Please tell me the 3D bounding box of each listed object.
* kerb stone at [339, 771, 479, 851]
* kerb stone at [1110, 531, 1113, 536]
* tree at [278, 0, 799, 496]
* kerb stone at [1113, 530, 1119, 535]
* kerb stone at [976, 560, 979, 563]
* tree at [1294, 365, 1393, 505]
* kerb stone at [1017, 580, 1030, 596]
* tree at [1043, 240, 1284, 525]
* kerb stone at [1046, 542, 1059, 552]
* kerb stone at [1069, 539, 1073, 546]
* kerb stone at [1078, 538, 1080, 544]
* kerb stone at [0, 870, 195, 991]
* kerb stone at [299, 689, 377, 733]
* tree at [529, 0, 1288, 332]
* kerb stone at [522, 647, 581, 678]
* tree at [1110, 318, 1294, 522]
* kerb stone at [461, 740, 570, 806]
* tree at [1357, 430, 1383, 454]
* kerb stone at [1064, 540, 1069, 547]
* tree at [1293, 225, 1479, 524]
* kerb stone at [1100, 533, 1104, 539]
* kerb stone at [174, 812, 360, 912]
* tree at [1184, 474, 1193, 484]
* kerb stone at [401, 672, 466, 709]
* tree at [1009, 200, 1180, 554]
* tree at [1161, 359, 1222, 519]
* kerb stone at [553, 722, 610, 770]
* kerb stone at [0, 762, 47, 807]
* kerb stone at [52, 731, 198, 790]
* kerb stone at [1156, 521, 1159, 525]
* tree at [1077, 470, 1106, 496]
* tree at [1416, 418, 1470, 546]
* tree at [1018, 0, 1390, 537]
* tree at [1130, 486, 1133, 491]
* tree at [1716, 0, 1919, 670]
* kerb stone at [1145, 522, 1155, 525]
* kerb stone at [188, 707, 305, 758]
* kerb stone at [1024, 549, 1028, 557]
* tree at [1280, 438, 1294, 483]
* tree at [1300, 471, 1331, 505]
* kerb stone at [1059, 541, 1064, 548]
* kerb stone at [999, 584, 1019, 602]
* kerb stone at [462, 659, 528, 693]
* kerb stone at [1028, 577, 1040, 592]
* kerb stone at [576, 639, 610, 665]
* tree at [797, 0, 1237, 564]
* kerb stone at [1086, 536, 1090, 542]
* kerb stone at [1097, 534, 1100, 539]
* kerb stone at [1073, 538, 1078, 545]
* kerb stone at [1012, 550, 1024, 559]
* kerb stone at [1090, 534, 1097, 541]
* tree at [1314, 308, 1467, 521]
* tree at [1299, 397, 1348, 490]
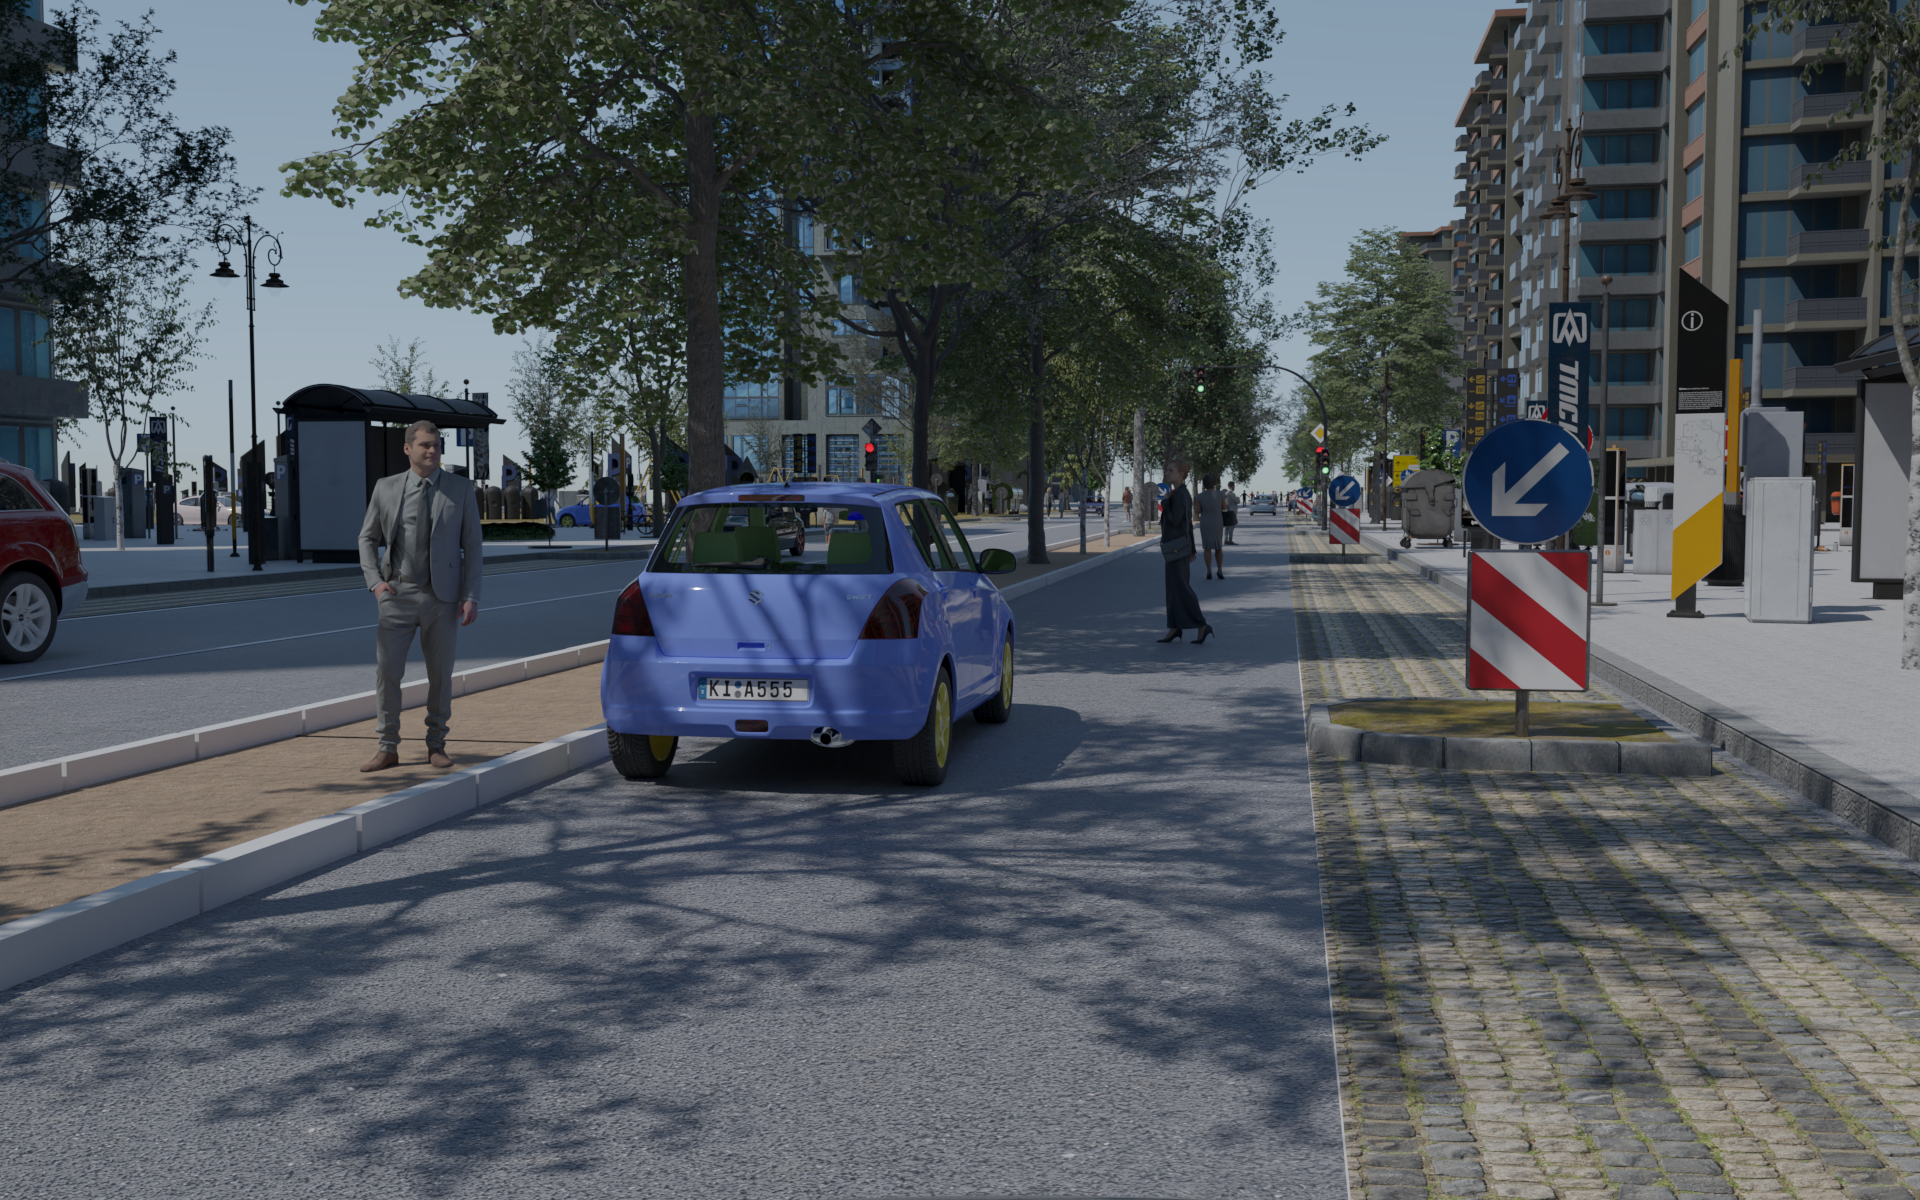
[{"bbox_3d":[-2.366,0.902,7.448,0.120,0.150,1.000,1,4,11],"label":"kerb stone"},{"bbox_3d":[4.962,-2.204,58.232,0.120,0.150,1.000,1,4,11],"label":"kerb stone"},{"bbox_3d":[-2.196,-5.745,14.516,7.486,12.596,7.792,0,3,0],"label":"tree"},{"bbox_3d":[5.334,-2.327,60.258,0.120,0.150,1.000,1,4,11],"label":"kerb stone"},{"bbox_3d":[0.453,-0.724,34.055,0.120,0.150,1.000,1,4,11],"label":"kerb stone"},{"bbox_3d":[29.570,-12.654,132.646,9.928,11.665,9.643,0,3,0],"label":"tree"},{"bbox_3d":[0.826,-0.146,24.590,0.120,0.150,1.000,1,4,11],"label":"kerb stone"},{"bbox_3d":[9.040,-9.522,75.147,9.611,12.733,9.660,0,3,0],"label":"tree"},{"bbox_3d":[2.334,-1.340,44.126,0.120,0.150,1.000,1,4,11],"label":"kerb stone"},{"bbox_3d":[2.894,-1.526,47.148,0.120,0.150,1.000,1,4,11],"label":"kerb stone"},{"bbox_3d":[3.269,-1.649,49.165,0.120,0.150,1.000,1,4,11],"label":"kerb stone"},{"bbox_3d":[-2.746,1.028,5.428,0.120,0.150,1.000,1,4,11],"label":"kerb stone"},{"bbox_3d":[-3.870,0.697,10.826,0.120,0.150,1.000,1,4,11],"label":"kerb stone"},{"bbox_3d":[-0.571,-6.862,25.023,12.009,13.543,11.850,0,3,0],"label":"tree"},{"bbox_3d":[-3.308,0.515,13.855,0.120,0.150,1.000,1,4,11],"label":"kerb stone"},{"bbox_3d":[12.192,-9.883,89.798,9.928,11.665,9.643,0,3,0],"label":"tree"},{"bbox_3d":[-2.175,0.841,8.453,0.120,0.150,1.000,1,4,11],"label":"kerb stone"},{"bbox_3d":[32.086,-14.808,152.480,12.009,13.543,11.850,0,3,0],"label":"tree"},{"bbox_3d":[2.706,-1.464,46.137,0.120,0.150,1.000,1,4,11],"label":"kerb stone"},{"bbox_3d":[18.163,-9.509,73.594,7.486,12.596,7.792,0,3,0],"label":"tree"},{"bbox_3d":[4.392,-2.019,55.199,0.120,0.150,1.000,1,4,11],"label":"kerb stone"},{"bbox_3d":[-2.559,0.964,6.433,0.120,0.150,1.000,1,4,11],"label":"kerb stone"},{"bbox_3d":[39.384,-22.474,301.858,7.601,10.594,8.767,0,4,-8],"label":"tree"},{"bbox_3d":[-3.682,0.633,11.839,0.120,0.150,1.000,1,4,11],"label":"kerb stone"},{"bbox_3d":[2.904,-5.383,40.830,4.737,8.622,4.395,0,3,0],"label":"tree"},{"bbox_3d":[10.641,-7.911,82.168,4.360,8.622,3.978,0,3,0],"label":"tree"},{"bbox_3d":[-1.990,0.779,9.466,0.120,0.150,1.000,1,4,11],"label":"kerb stone"},{"bbox_3d":[-4.441,0.881,7.794,0.120,0.150,1.000,1,4,11],"label":"kerb stone"},{"bbox_3d":[-4.254,0.821,8.812,0.120,0.150,1.000,1,4,11],"label":"kerb stone"},{"bbox_3d":[9.004,-3.529,79.901,0.120,0.150,1.000,1,4,11],"label":"kerb stone"},{"bbox_3d":[12.131,-10.703,158.705,4.285,4.588,4.351,0,3,0],"label":"tree"},{"bbox_3d":[11.891,-2.977,43.269,1.663,3.219,1.824,0,3,0],"label":"tree"},{"bbox_3d":[7.024,-12.110,56.351,12.611,20.169,13.585,0,3,0],"label":"tree"},{"bbox_3d":[21.238,-12.988,206.954,1.663,3.219,1.824,0,3,0],"label":"tree"},{"bbox_3d":[7.217,-3.792,12.357,4.360,8.622,3.978,0,3,0],"label":"tree"},{"bbox_3d":[8.430,-3.339,76.873,0.120,0.150,1.000,1,4,11],"label":"kerb stone"},{"bbox_3d":[-4.060,0.759,9.816,0.120,0.150,1.000,1,4,11],"label":"kerb stone"},{"bbox_3d":[1.394,-1.033,39.089,0.120,0.150,1.000,1,4,11],"label":"kerb stone"},{"bbox_3d":[57.336,-22.707,289.393,7.486,12.596,7.792,0,3,0],"label":"tree"},{"bbox_3d":[54.304,-17.454,269.078,4.285,4.588,4.351,0,3,0],"label":"tree"},{"bbox_3d":[2.512,-1.402,45.133,0.120,0.150,1.000,1,4,11],"label":"kerb stone"},{"bbox_3d":[0.639,-0.085,23.585,0.120,0.150,1.000,1,4,11],"label":"kerb stone"},{"bbox_3d":[-3.498,0.576,12.845,0.120,0.150,1.000,1,4,11],"label":"kerb stone"},{"bbox_3d":[1.013,-0.208,25.596,0.120,0.150,1.000,1,4,11],"label":"kerb stone"},{"bbox_3d":[-3.123,0.449,14.860,0.120,0.150,1.000,1,4,11],"label":"kerb stone"},{"bbox_3d":[1.604,-6.976,34.646,7.486,12.596,7.792,0,3,0],"label":"tree"},{"bbox_3d":[3.646,-1.772,51.174,0.120,0.150,1.000,1,4,11],"label":"kerb stone"},{"bbox_3d":[4.198,-1.957,54.192,0.120,0.150,1.000,1,4,11],"label":"kerb stone"},{"bbox_3d":[3.081,-1.588,48.160,0.120,0.150,1.000,1,4,11],"label":"kerb stone"},{"bbox_3d":[1.212,-0.972,38.083,0.120,0.150,1.000,1,4,11],"label":"kerb stone"},{"bbox_3d":[4.017,-1.895,53.185,0.120,0.150,1.000,1,4,11],"label":"kerb stone"},{"bbox_3d":[20.489,-9.057,82.496,7.601,10.594,8.767,0,3,0],"label":"tree"},{"bbox_3d":[26.803,-10.749,126.103,4.360,8.622,3.978,0,3,0],"label":"tree"}]
